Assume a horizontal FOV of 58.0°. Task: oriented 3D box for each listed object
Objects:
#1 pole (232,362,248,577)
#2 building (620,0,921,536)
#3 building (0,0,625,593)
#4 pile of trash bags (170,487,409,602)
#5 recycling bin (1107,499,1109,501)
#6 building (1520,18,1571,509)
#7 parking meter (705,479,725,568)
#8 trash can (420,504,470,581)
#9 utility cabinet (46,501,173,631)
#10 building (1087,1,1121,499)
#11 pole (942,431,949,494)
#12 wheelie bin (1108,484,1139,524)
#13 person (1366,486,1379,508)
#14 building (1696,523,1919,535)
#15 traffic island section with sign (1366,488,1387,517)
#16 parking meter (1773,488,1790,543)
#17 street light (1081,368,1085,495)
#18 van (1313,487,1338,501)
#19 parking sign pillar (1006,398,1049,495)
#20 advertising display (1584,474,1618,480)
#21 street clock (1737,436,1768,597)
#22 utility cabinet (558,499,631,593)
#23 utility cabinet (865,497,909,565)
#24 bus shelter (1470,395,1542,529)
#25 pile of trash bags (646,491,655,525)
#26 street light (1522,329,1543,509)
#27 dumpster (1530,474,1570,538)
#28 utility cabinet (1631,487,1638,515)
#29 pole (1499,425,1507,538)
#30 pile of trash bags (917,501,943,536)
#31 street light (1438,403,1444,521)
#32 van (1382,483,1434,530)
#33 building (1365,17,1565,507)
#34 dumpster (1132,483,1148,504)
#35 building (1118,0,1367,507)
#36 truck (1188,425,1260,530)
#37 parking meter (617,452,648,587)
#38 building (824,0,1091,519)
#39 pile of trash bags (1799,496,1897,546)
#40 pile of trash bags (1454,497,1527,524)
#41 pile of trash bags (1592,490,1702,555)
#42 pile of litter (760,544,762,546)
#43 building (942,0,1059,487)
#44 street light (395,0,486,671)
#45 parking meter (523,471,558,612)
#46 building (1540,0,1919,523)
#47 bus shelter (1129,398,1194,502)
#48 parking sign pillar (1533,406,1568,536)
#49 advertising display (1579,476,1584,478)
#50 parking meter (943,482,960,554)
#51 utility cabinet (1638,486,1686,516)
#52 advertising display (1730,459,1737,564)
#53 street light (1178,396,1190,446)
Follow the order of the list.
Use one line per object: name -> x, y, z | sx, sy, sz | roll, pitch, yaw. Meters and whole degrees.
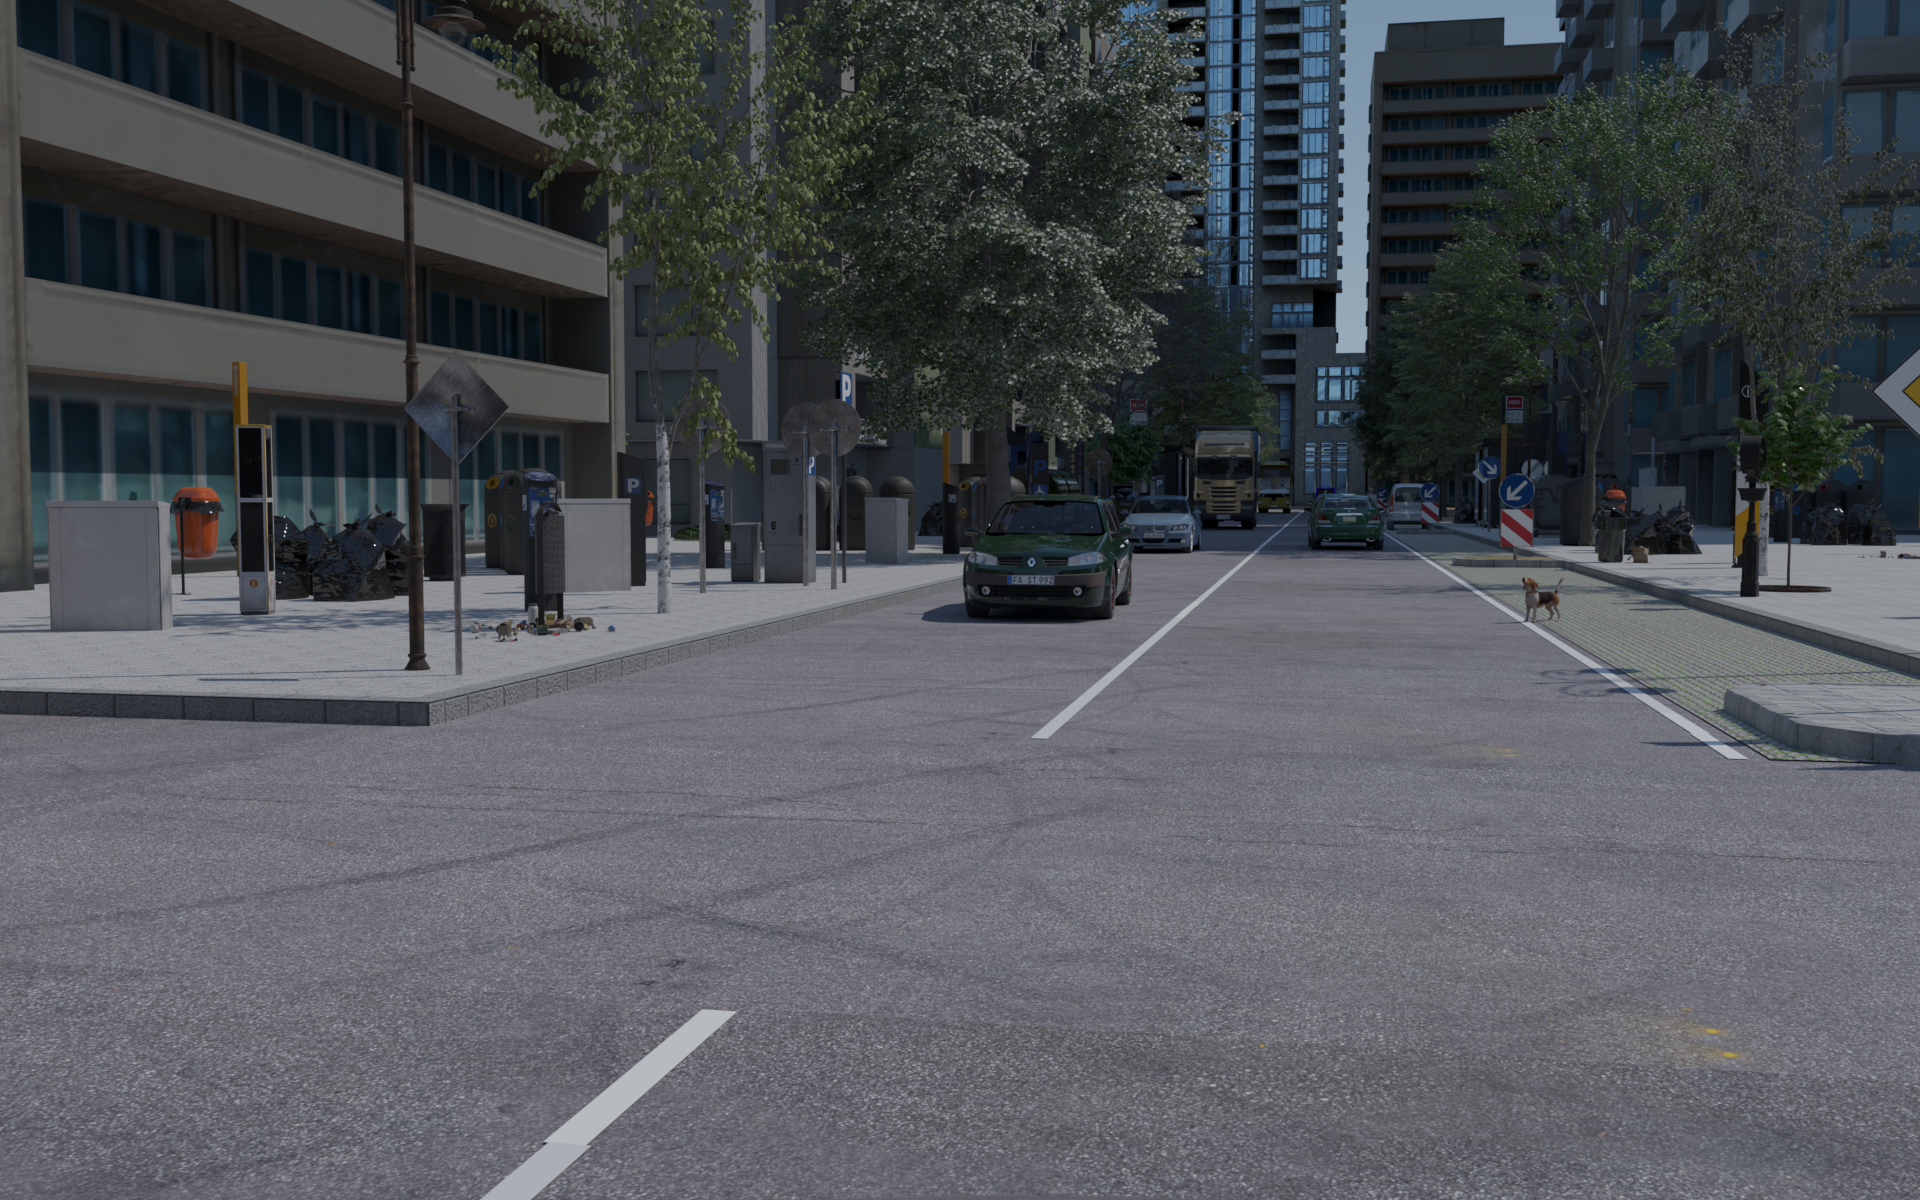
pole -> -11.137, -2.019, 26.859 | 0.158, 3.312, 0.155 | 0, 3, 0
building -> -8.748, -22.857, 57.312 | 14.154, 41.232, 14.086 | 1, 4, 12
building -> -20.816, -25.049, 33.253 | 21.300, 48.544, 21.600 | 1, 4, 12
pile of trash bags -> -8.491, -0.738, 21.814 | 3.447, 1.369, 1.912 | 1, 4, 18
recycling bin -> 7.528, -4.451, 85.321 | 0.722, 1.027, 0.722 | -3, 5, -43
building -> 53.731, -49.930, 129.020 | 22.319, 86.520, 31.000 | 1, 4, 12
parking meter -> -4.263, -1.320, 29.994 | 0.372, 1.533, 0.369 | 0, 3, 0
trash can -> -7.633, -0.855, 25.638 | 0.748, 1.137, 0.748 | 0, 3, 0
utility cabinet -> -8.012, -0.317, 16.341 | 1.020, 1.237, 0.306 | 0, 4, -4
building -> 3.662, -28.948, 123.415 | 14.600, 45.320, 14.200 | 1, 4, 12
pole -> -0.351, -3.002, 42.933 | 0.158, 3.312, 0.155 | 0, 3, 0
wheelie bin -> 5.343, -2.966, 56.406 | 0.980, 1.594, 0.693 | 0, 4, -6
person -> 14.512, -3.187, 61.354 | 0.466, 1.731, 0.760 | -3, 5, -43
building -> 39.215, -27.169, 63.824 | 23.786, 49.044, 30.456 | 1, 4, 12
traffic island section with sign -> 26.842, -6.243, 110.706 | 1.989, 1.847, 2.006 | 1, 4, 12
parking meter -> 21.803, -2.296, 45.946 | 0.372, 1.533, 0.369 | 0, 3, 0
street light -> 3.339, -4.539, 46.993 | 0.468, 5.910, 1.993 | 1, 4, 12
van -> 32.681, -9.204, 154.866 | 2.240, 2.365, 5.245 | 1, 4, 12
parking sign pillar -> 1.960, -3.360, 43.412 | 1.447, 3.967, 1.447 | 0, 4, -3
advertising display -> 20.880, -3.129, 56.369 | 0.974, 1.923, 0.123 | 3, 5, 42
street clock -> 9.872, -1.041, 21.596 | 0.358, 2.002, 0.471 | 2, 4, 35
utility cabinet -> -4.867, -0.713, 22.813 | 1.020, 1.237, 0.306 | -2, 4, -35
utility cabinet -> -1.351, -1.272, 31.958 | 0.306, 1.237, 1.020 | -3, 4, -37
bus shelter -> 21.327, -5.542, 68.246 | 2.179, 5.291, 8.768 | 1, 4, 12
pile of trash bags -> -9.678, -2.179, 45.372 | 3.447, 1.369, 1.912 | -2, 4, -27
street light -> 15.863, -4.614, 48.222 | 0.468, 5.910, 1.993 | 1, 4, 12
dumpster -> 17.561, -2.795, 51.462 | 1.264, 1.857, 1.865 | 1, 4, 12
utility cabinet -> 22.043, -2.846, 55.213 | 1.173, 1.500, 0.318 | 3, 4, 36
pole -> 16.019, -3.501, 51.078 | 0.158, 3.312, 0.155 | 0, 3, 0
pile of trash bags -> 0.134, -2.700, 53.900 | 1.912, 1.369, 3.447 | 2, 4, 25
street light -> 23.078, -6.742, 83.017 | 0.468, 5.910, 1.993 | 1, 4, 12
van -> 17.931, -3.806, 69.242 | 2.013, 2.044, 4.112 | 1, 4, 13
building -> 53.483, -34.084, 180.973 | 21.600, 48.544, 21.300 | 1, 4, 12
dumpster -> 8.734, -4.718, 82.902 | 1.264, 1.857, 1.865 | 1, 4, 12
building -> 27.619, -53.330, 184.610 | 31.000, 86.520, 22.319 | 1, 4, 12
truck -> 11.306, -5.147, 73.068 | 2.839, 4.237, 11.283 | 1, 4, 11
parking meter -> -4.552, -1.125, 24.098 | 0.399, 1.863, 0.255 | -1, 4, -21
building -> 0.382, -26.059, 109.652 | 14.154, 41.232, 14.086 | 1, 4, 12
pile of trash bags -> 23.026, -2.063, 43.490 | 3.447, 1.369, 1.912 | 2, 4, 24
pile of trash bags -> 23.155, -3.996, 75.082 | 3.447, 1.369, 1.912 | 1, 4, 21
pile of trash bags -> 14.860, -1.734, 38.110 | 1.912, 1.369, 3.447 | 0, 4, 1
pile of litter -> -4.203, -1.782, 43.099 | 1.719, 0.858, 1.176 | -1, 4, -22
building -> -2.547, -19.828, 95.881 | 14.160, 30.474, 14.107 | 1, 4, 12
street light -> -3.965, -2.428, 12.478 | 0.468, 5.910, 1.993 | 1, 4, 12
parking meter -> -4.603, -0.649, 19.024 | 0.372, 1.533, 0.369 | 0, 3, 0
building -> 47.005, -29.396, 100.233 | 23.786, 49.044, 30.456 | 1, 4, 12
bus shelter -> 8.720, -5.963, 75.131 | 2.179, 5.291, 8.768 | 1, 4, 12
parking sign pillar -> 18.576, -4.003, 53.927 | 1.447, 3.967, 1.447 | 1, 4, 13
advertising display -> 22.218, -3.400, 60.804 | 0.974, 1.923, 0.123 | 1, 4, 22
parking meter -> -0.188, -1.756, 37.126 | 0.372, 1.533, 0.369 | 0, 3, 0
utility cabinet -> 20.405, -2.544, 50.278 | 1.173, 1.500, 0.318 | 2, 4, 27
advertising display -> 14.640, -1.648, 32.159 | 0.974, 1.923, 0.123 | -2, 4, -35
street light -> 10.489, -6.642, 81.390 | 0.468, 5.910, 1.993 | 1, 4, 12
